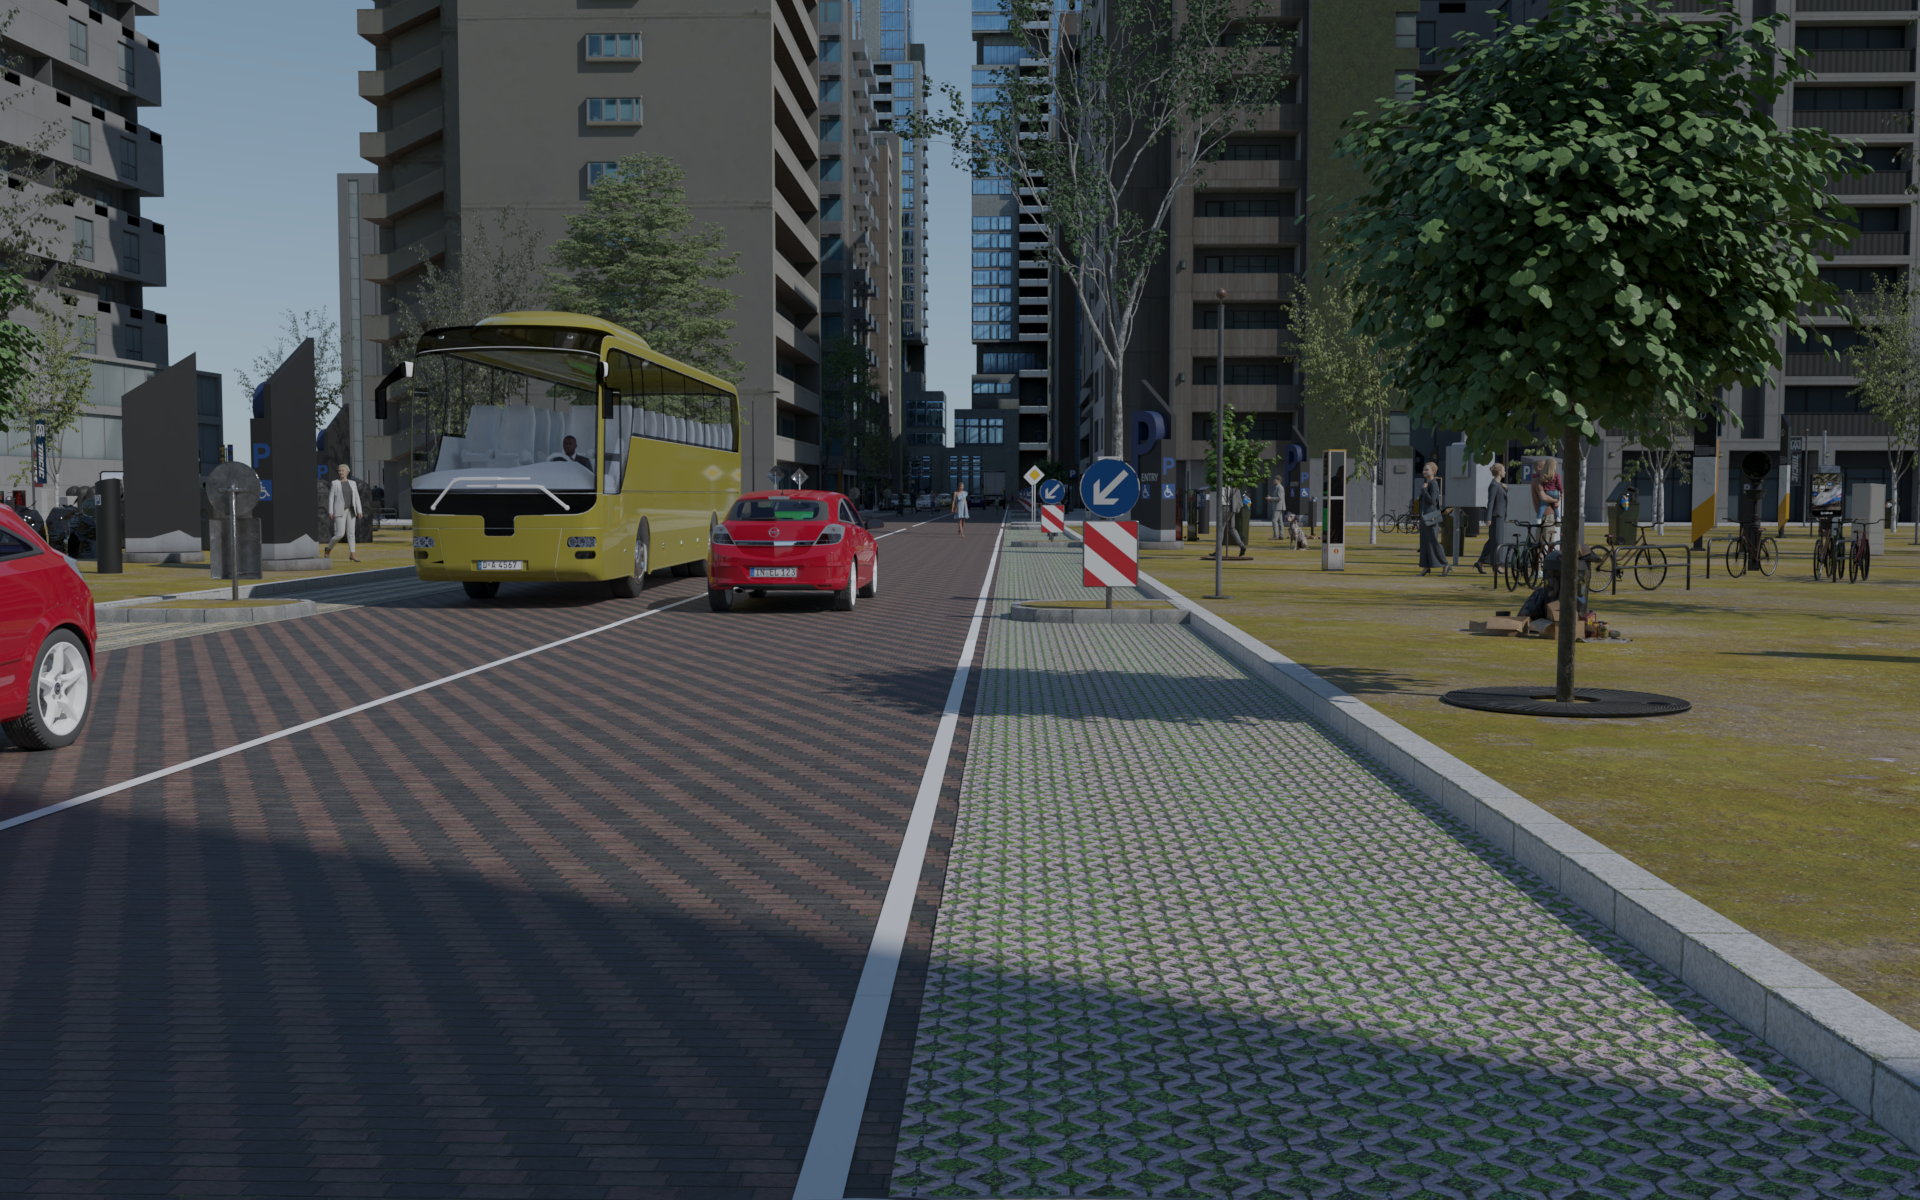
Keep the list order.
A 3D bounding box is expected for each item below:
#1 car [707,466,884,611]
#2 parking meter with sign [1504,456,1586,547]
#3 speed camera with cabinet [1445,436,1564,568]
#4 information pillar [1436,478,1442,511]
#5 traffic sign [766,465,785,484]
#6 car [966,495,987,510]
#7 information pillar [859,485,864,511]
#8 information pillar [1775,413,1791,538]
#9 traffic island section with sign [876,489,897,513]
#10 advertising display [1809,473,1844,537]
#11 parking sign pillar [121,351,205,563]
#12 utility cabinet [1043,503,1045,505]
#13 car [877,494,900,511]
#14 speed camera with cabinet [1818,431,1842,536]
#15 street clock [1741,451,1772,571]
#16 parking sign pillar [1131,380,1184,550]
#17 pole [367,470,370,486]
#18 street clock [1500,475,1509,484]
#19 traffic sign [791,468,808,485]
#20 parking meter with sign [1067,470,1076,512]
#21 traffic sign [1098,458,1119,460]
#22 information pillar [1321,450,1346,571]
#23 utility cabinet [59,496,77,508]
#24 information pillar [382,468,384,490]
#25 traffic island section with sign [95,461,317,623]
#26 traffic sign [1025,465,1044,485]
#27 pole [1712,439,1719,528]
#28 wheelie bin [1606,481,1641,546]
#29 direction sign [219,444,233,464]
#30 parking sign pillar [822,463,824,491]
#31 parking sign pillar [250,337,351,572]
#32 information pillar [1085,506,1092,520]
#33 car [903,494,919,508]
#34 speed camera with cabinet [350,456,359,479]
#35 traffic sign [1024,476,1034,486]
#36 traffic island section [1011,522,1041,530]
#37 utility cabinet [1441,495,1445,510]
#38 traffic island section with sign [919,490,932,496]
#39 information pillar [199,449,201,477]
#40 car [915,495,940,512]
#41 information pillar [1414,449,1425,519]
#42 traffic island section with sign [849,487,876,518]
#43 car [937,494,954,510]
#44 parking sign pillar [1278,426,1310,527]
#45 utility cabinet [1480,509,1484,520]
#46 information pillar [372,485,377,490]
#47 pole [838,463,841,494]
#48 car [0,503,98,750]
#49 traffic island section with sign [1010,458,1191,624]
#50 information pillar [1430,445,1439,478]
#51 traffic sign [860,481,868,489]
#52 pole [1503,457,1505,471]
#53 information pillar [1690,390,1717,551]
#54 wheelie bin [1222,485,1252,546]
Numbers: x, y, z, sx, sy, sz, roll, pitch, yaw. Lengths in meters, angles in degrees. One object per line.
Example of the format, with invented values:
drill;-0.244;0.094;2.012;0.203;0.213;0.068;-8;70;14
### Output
car;-2.110;-0.835;22.698;2.155;1.783;4.494;0;4;3
parking meter with sign;11.680;-2.353;34.733;1.738;3.016;0.543;-1;4;-15
speed camera with cabinet;9.626;-2.225;30.720;0.660;3.252;2.038;-3;4;-37
information pillar;21.419;-4.472;77.608;0.304;2.012;0.304;1;4;14
traffic sign;-7.467;-4.144;69.947;0.795;2.593;0.064;0;4;2
car;1.493;-8.894;157.991;1.945;1.354;3.894;0;4;2
information pillar;-7.623;-7.942;134.349;0.304;2.012;0.304;2;4;25
information pillar;23.801;-3.587;50.006;0.183;3.616;0.504;0;4;0
traffic island section with sign;-5.396;-7.398;129.578;1.989;1.847;2.006;0;4;2
advertising display;26.001;-2.862;52.003;0.974;1.923;0.123;0;4;-3
parking sign pillar;-15.061;-2.701;32.635;1.447;3.967;1.447;-2;4;-27
utility cabinet;6.725;-7.556;134.707;0.306;1.237;1.020;1;4;21
car;-5.441;-7.644;134.764;2.009;1.686;4.222;0;4;0
speed camera with cabinet;26.802;-3.607;53.312;0.660;3.252;2.038;2;4;24
street clock;13.271;-1.489;28.907;0.471;2.002;0.358;2;4;25
parking sign pillar;4.499;-3.172;40.341;1.447;3.967;1.447;-2;4;-27
pole;-49.913;-9.322;146.256;0.158;3.312;0.155;0;3;0
street clock;16.909;-3.033;54.155;0.471;2.002;0.358;1;4;11
traffic sign;-7.231;-4.632;77.928;0.795;2.593;0.064;0;4;2
parking meter with sign;7.996;-7.887;125.205;0.543;3.016;1.738;0;4;-6
traffic sign;4.083;-2.783;47.626;0.606;2.300;0.079;0;4;7
information pillar;6.214;-1.487;28.801;0.304;2.012;0.304;-1;4;-8
utility cabinet;-27.013;-2.527;52.475;0.306;1.237;1.020;-3;5;-39
information pillar;-50.903;-9.913;153.431;0.504;3.616;0.183;-1;4;-18
traffic island section with sign;-8.646;-0.701;20.097;1.989;1.847;2.006;0;4;2
traffic sign;3.022;-4.124;69.617;0.795;2.593;0.064;0;4;2
pole;28.152;-4.327;64.590;0.158;3.312;0.155;0;3;0
wheelie bin;16.579;-2.164;43.287;0.693;1.594;0.980;0;4;-4
direction sign;-33.451;-5.324;79.048;0.876;3.537;0.379;2;4;28
parking sign pillar;-11.758;-9.501;143.814;1.447;3.967;1.447;2;4;26
parking sign pillar;-11.420;-2.495;29.269;1.447;3.967;1.447;1;4;12
information pillar;6.250;-4.866;84.054;0.304;2.012;0.304;1;4;10
car;-4.716;-9.243;159.921;1.959;1.807;4.718;0;4;2
speed camera with cabinet;-32.357;-5.854;90.049;2.038;3.252;0.660;-2;4;-25
traffic sign;3.258;-4.612;77.598;0.795;2.593;0.064;0;4;2
traffic island section;3.282;-3.388;77.680;2.009;0.180;2.903;0;4;2
utility cabinet;37.393;-7.560;134.770;0.306;1.237;1.020;-1;4;-23
traffic island section with sign;-3.882;-10.525;180.715;1.989;1.847;2.006;0;4;2
information pillar;-39.755;-6.046;90.213;0.504;3.616;0.183;-1;4;-14
car;-2.639;-7.953;142.386;2.083;1.381;4.827;0;4;3
information pillar;23.841;-6.029;89.926;0.504;3.616;0.183;2;4;25
traffic island section with sign;-6.209;-5.746;102.579;1.989;1.847;2.006;0;4;2
car;-1.444;-9.106;159.104;2.015;1.641;3.980;0;4;1
parking sign pillar;13.225;-4.857;67.884;1.447;3.967;1.447;-1;4;-15
utility cabinet;25.783;-4.547;85.508;1.020;1.237;0.306;-3;5;-40
information pillar;-48.985;-8.592;144.978;0.304;2.012;0.304;2;4;32
pole;-7.938;-7.375;114.425;0.158;3.312;0.155;0;3;0
car;-5.949;0.045;8.310;2.155;1.783;4.494;0;4;1
traffic island section with sign;1.577;-0.693;19.952;1.989;1.847;2.006;0;4;2
information pillar;22.771;-5.618;83.216;0.183;3.616;0.504;-2;4;-32
traffic sign;-7.273;-7.889;131.119;0.606;2.300;0.079;1;4;10
pole;26.556;-5.542;84.448;0.158;3.312;0.155;0;3;0
information pillar;16.706;-2.908;38.897;0.504;3.616;0.183;2;4;30
wheelie bin;6.837;-2.157;43.172;0.980;1.594;0.693;2;4;30
